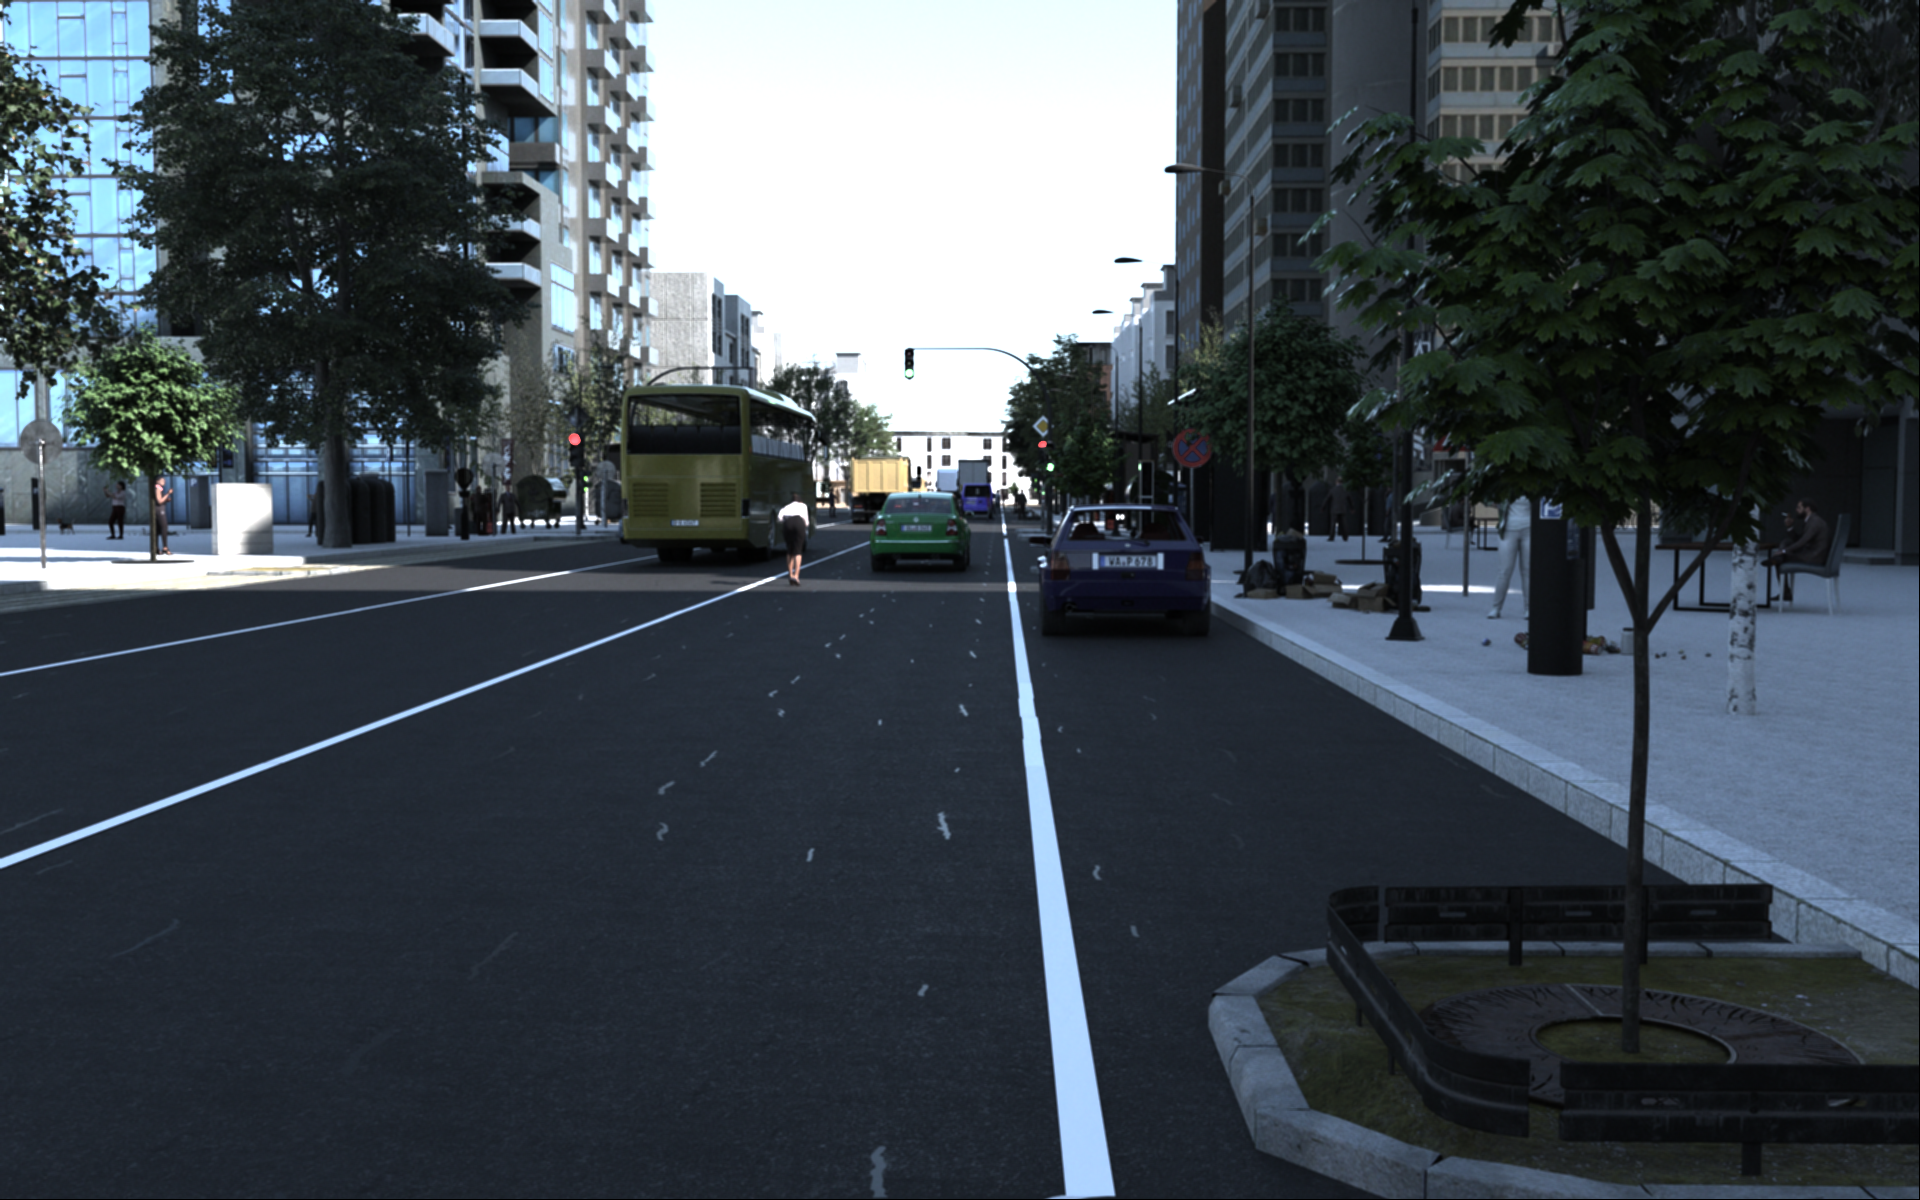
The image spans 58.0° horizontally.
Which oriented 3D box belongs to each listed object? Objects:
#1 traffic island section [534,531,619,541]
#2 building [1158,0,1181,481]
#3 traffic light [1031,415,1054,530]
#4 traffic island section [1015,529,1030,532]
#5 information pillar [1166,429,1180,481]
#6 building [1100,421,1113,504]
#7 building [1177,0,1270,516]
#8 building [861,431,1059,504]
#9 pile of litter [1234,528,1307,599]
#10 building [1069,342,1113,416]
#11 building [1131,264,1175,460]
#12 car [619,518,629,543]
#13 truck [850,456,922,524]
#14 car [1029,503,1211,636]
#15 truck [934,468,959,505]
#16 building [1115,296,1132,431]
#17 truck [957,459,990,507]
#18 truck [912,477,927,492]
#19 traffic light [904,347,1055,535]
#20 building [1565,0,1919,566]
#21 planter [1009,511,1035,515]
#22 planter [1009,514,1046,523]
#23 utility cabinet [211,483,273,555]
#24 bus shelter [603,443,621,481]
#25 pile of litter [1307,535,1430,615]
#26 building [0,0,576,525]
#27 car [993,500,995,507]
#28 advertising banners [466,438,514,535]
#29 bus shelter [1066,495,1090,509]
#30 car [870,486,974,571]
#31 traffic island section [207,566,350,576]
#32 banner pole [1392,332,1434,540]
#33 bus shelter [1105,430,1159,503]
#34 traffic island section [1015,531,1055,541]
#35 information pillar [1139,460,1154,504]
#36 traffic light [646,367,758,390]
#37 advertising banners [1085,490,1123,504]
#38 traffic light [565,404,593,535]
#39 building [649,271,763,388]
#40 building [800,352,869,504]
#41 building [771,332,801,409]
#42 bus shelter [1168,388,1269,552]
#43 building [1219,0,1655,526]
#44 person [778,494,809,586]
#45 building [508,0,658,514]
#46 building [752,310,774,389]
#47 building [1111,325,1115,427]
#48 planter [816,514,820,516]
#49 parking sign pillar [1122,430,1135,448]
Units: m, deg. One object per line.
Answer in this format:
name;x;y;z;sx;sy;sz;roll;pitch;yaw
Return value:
traffic island section;-11.960;-1.952;54.196;2.009;0.180;2.903;0;4;1
building;24.638;-41.988;124.750;20.563;71.187;20.611;0;4;1
traffic light;2.942;-4.453;61.721;0.839;4.253;0.868;0;4;1
traffic island section;2.982;-2.419;61.834;2.009;0.180;2.903;0;4;1
information pillar;7.606;-4.322;62.013;0.504;3.616;0.183;2;4;26
building;20.684;-15.232;191.187;9.099;9.664;28.070;0;4;1
building;21.233;-28.020;108.241;14.600;45.320;14.200;0;4;1
building;1.022;-17.825;233.589;28.070;9.664;9.099;0;4;1
pile of litter;4.245;-0.465;21.572;1.719;0.858;1.176;0;4;1
building;32.062;-24.380;242.582;32.646;21.610;27.936;0;4;1
building;23.392;-17.835;148.021;16.016;20.091;11.380;0;4;1
car;-8.950;-2.431;51.743;2.014;1.417;4.499;0;4;1
truck;-3.814;-5.545;86.592;3.469;3.379;9.791;0;4;1
car;1.724;-0.386;18.888;1.945;1.354;3.894;0;4;2
truck;-1.512;-11.364;175.562;2.967;4.110;18.799;0;4;2
building;22.954;-18.553;159.760;16.016;20.091;11.380;0;4;1
truck;1.094;-9.532;144.759;2.839;4.237;11.283;0;4;0
truck;-5.383;-12.548;201.083;3.469;3.379;9.791;0;4;2
traffic light;0.664;-4.830;53.645;4.771;5.953;1.251;0;4;1
building;27.914;-26.859;28.378;28.713;52.752;27.495;0;4;1
planter;4.190;-5.687;114.126;1.991;0.319;1.994;0;4;1
planter;3.548;-3.997;86.486;1.991;0.319;1.994;0;4;1
utility cabinet;-15.079;-1.694;36.376;0.318;1.500;1.173;3;5;43
bus shelter;-14.905;-5.410;79.742;1.731;3.624;6.357;0;4;1
pile of litter;4.675;-0.325;19.286;1.176;0.858;1.719;2;4;24
building;-32.119;-47.182;84.097;22.319;86.520;31.000;0;4;1
car;1.719;-7.267;129.046;2.015;1.641;3.980;0;4;2
advertising banners;-14.902;-3.587;54.828;2.074;3.025;0.090;2;4;27
bus shelter;7.036;-6.535;100.769;2.014;3.302;5.546;0;4;1
car;-0.715;-1.516;33.590;1.959;1.807;4.718;0;4;2
traffic island section;-12.158;-0.511;31.228;1.991;0.108;1.994;0;4;1
banner pole;6.142;-2.059;23.688;0.401;3.779;0.863;-3;4;-35
bus shelter;6.581;-4.609;66.634;1.731;3.624;6.357;0;4;1
traffic island section;2.797;-1.931;53.851;2.009;0.180;2.903;0;4;1
information pillar;4.076;-2.044;37.911;0.304;2.012;0.304;0;4;1
traffic light;-9.642;-5.343;62.030;4.771;5.953;1.251;0;4;1
advertising banners;5.378;-3.965;61.015;2.074;3.025;0.090;1;4;14
traffic light;-11.920;-3.984;54.060;0.839;4.253;0.868;0;4;1
building;-27.967;-17.560;153.565;16.747;18.905;31.486;0;4;1
building;-18.624;-23.271;236.902;11.380;20.091;16.016;0;4;1
building;-34.833;-20.258;197.676;31.486;18.905;16.747;0;4;1
bus shelter;6.154;-3.077;41.591;1.731;3.624;6.357;0;4;1
building;25.701;-23.972;83.825;23.993;40.220;32.217;0;4;1
person;-2.572;-0.952;27.249;0.628;1.438;0.799;-2;4;-30
building;-33.094;-30.395;116.574;23.786;49.044;30.456;0;4;1
building;-26.990;-19.537;175.854;16.016;20.091;11.380;0;4;1
building;23.033;-19.248;171.120;16.016;20.091;11.380;0;4;1
planter;-10.247;-5.688;114.135;1.991;0.319;1.994;0;4;1
parking sign pillar;7.002;-5.115;72.097;1.447;3.967;1.447;-2;4;-24
